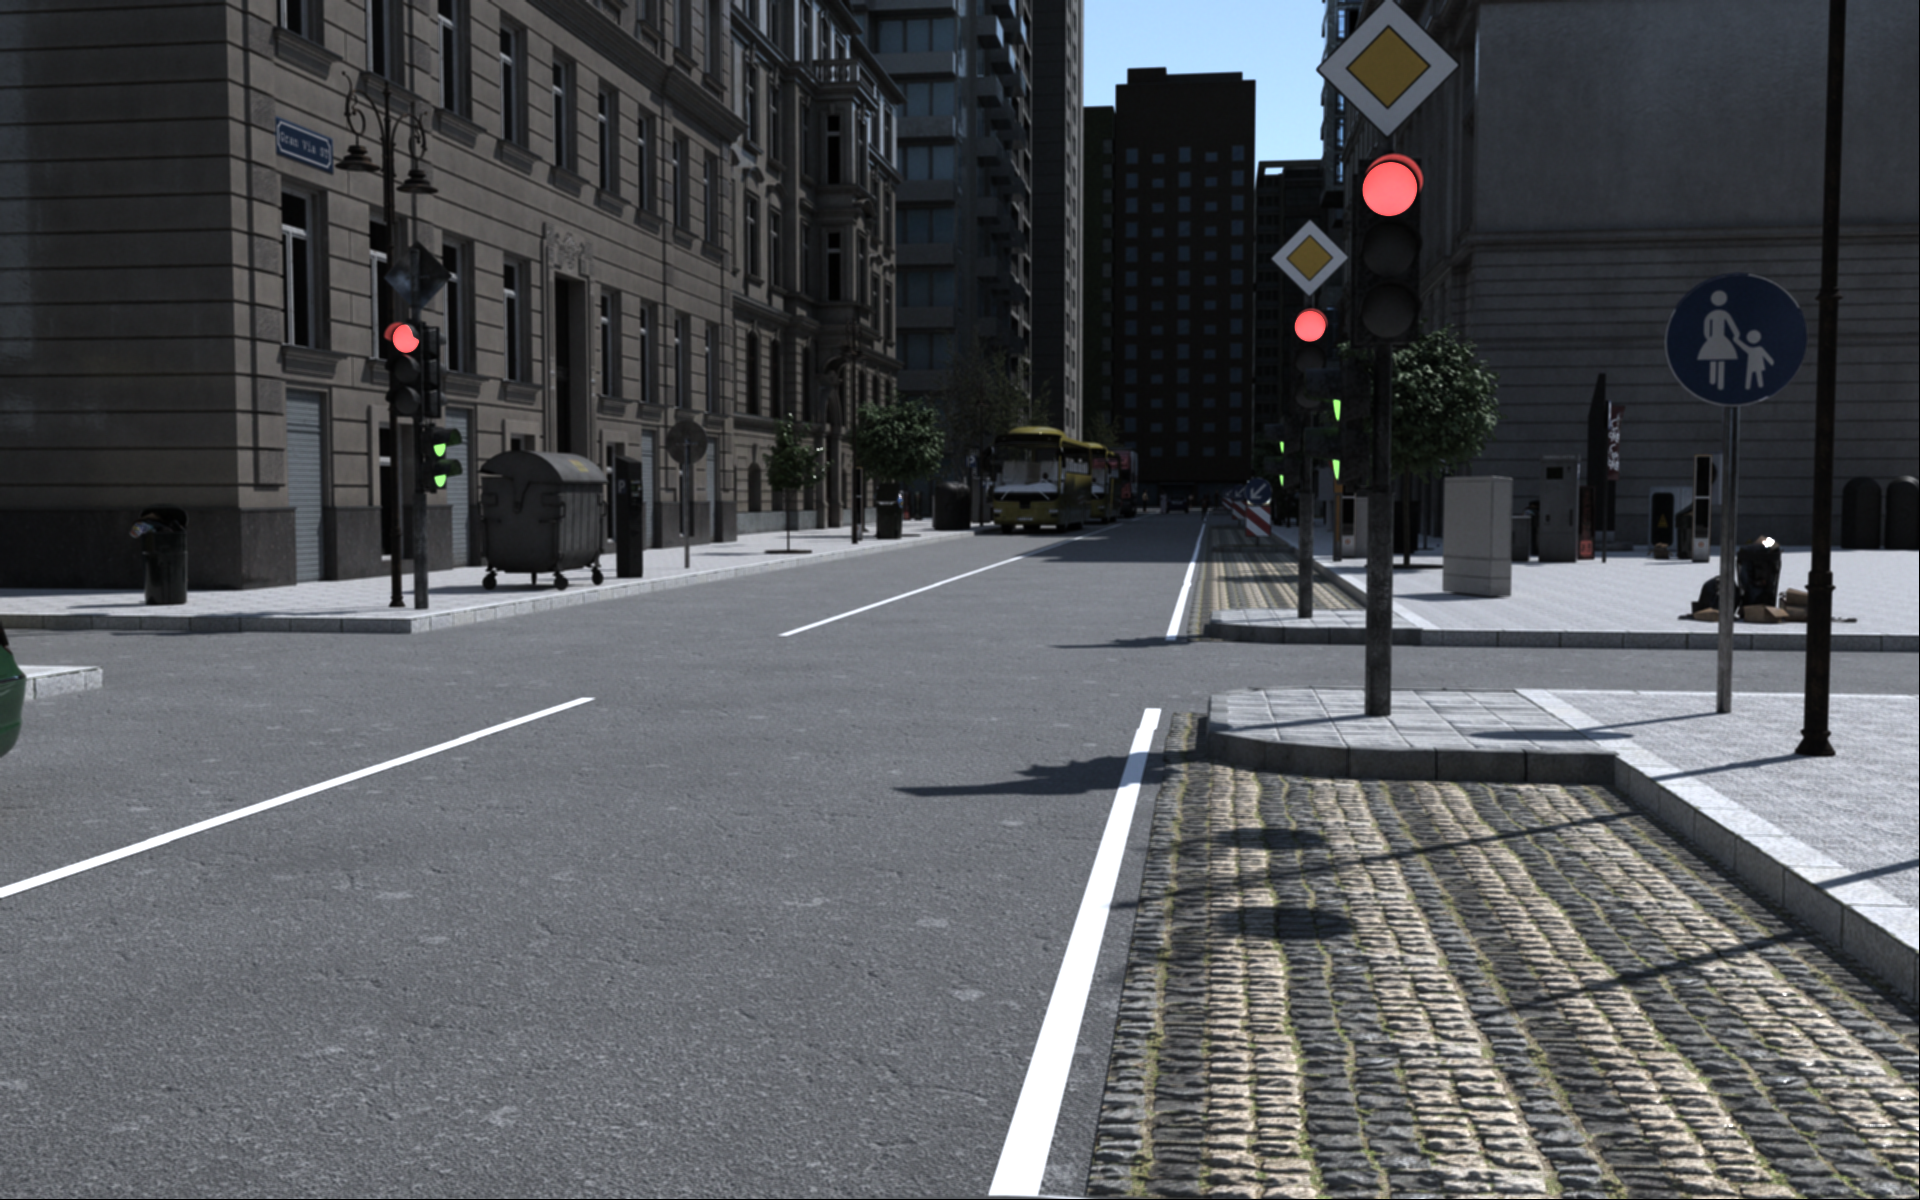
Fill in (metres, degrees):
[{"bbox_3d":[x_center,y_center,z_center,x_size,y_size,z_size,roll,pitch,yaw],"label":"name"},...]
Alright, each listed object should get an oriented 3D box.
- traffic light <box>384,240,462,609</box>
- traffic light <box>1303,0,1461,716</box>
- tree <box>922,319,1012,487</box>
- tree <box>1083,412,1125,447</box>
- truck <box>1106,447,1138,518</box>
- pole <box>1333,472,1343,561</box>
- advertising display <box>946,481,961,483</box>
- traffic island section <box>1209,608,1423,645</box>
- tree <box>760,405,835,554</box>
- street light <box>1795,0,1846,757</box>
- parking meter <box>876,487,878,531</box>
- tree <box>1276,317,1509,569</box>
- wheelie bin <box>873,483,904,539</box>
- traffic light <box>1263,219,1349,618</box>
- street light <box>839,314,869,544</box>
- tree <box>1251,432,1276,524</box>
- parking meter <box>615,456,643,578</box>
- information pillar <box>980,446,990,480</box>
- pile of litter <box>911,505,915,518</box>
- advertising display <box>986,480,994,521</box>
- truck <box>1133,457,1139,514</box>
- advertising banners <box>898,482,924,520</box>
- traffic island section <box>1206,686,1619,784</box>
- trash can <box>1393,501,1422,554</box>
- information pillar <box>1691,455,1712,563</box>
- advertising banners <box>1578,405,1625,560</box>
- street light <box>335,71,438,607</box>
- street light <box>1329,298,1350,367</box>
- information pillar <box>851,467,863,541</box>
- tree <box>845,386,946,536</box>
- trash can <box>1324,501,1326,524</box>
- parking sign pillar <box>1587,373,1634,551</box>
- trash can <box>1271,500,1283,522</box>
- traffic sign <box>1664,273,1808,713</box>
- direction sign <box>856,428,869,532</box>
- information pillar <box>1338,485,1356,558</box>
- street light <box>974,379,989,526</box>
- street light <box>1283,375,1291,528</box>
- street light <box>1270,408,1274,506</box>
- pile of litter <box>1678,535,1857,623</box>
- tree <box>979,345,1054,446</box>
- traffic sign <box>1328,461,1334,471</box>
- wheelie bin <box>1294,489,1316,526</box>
[{"bbox_3d":[-6.000,-1.854,19.229,0.839,4.253,0.868,1,4,8],"label":"traffic light"},{"bbox_3d":[2.410,-1.286,9.953,0.839,4.253,0.868,1,4,8],"label":"traffic light"},{"bbox_3d":[0.182,-7.530,73.476,4.360,8.622,3.978,0,3,0],"label":"tree"},{"bbox_3d":[12.795,-12.363,152.501,4.737,8.622,4.395,0,3,0],"label":"tree"},{"bbox_3d":[9.466,-7.168,106.111,2.839,4.237,11.283,0,4,8],"label":"truck"},{"bbox_3d":[7.213,-2.395,32.995,0.158,3.312,0.155,0,3,0],"label":"pole"},{"bbox_3d":[-0.351,-5.029,87.431,0.974,1.923,0.123,3,5,42],"label":"advertising display"},{"bbox_3d":[3.601,0.264,17.963,2.009,0.180,2.903,1,4,8],"label":"traffic island section"},{"bbox_3d":[-3.759,-2.626,37.542,1.663,3.219,1.824,0,3,0],"label":"tree"},{"bbox_3d":[4.222,-2.176,8.371,0.468,5.910,1.993,1,4,8],"label":"street light"},{"bbox_3d":[-2.620,-3.045,58.199,0.372,1.533,0.369,0,3,0],"label":"parking meter"},{"bbox_3d":[7.822,-2.848,30.272,4.285,4.588,4.351,0,3,0],"label":"tree"},{"bbox_3d":[-2.025,-2.541,49.459,0.980,1.594,0.693,1,4,18],"label":"wheelie bin"},{"bbox_3d":[3.563,-1.770,17.855,0.839,4.253,0.868,1,4,8],"label":"traffic light"},{"bbox_3d":[-2.721,-4.395,44.643,0.468,5.910,1.993,1,4,8],"label":"street light"},{"bbox_3d":[14.097,-5.600,75.279,4.285,4.588,4.351,0,3,0],"label":"tree"},{"bbox_3d":[-5.068,-1.274,26.547,0.399,1.863,0.255,3,5,43],"label":"parking meter"},{"bbox_3d":[1.236,-5.658,83.870,0.504,3.616,0.183,1,4,17],"label":"information pillar"},{"bbox_3d":[-2.498,-4.751,91.642,1.176,0.858,1.719,2,4,31],"label":"pile of litter"},{"bbox_3d":[1.470,-4.678,81.693,0.974,1.923,0.123,-2,4,-35],"label":"advertising display"},{"bbox_3d":[11.314,-8.212,123.187,2.839,4.237,11.283,0,4,7],"label":"truck"},{"bbox_3d":[-2.611,-5.468,85.589,2.074,3.025,0.090,3,5,40],"label":"advertising banners"},{"bbox_3d":[2.448,0.747,10.061,2.009,0.180,2.903,1,4,8],"label":"traffic island section"},{"bbox_3d":[9.561,-1.570,37.322,0.748,1.137,0.748,0,3,0],"label":"trash can"},{"bbox_3d":[13.923,-1.714,32.514,0.304,2.012,0.304,1,4,20],"label":"information pillar"},{"bbox_3d":[12.221,-2.304,33.857,2.074,3.025,0.090,-2,4,-26],"label":"advertising banners"},{"bbox_3d":[-6.408,-2.859,19.539,0.468,5.910,1.993,1,4,8],"label":"street light"},{"bbox_3d":[9.025,-4.177,41.082,0.468,5.910,1.993,1,4,8],"label":"street light"},{"bbox_3d":[-2.842,-2.647,47.775,0.304,2.012,0.304,0,4,-2],"label":"information pillar"},{"bbox_3d":[-1.909,-4.239,53.017,4.285,4.588,4.351,0,3,0],"label":"tree"},{"bbox_3d":[15.019,-3.569,70.004,0.748,1.137,0.748,0,3,0],"label":"trash can"},{"bbox_3d":[14.584,-3.113,39.371,1.447,3.967,1.447,1,4,11],"label":"parking sign pillar"},{"bbox_3d":[14.820,-4.236,80.904,0.748,1.137,0.748,0,3,0],"label":"trash can"},{"bbox_3d":[4.483,-0.611,10.089,0.768,2.556,0.104,1,4,14],"label":"traffic sign"},{"bbox_3d":[-3.274,-4.081,58.720,0.379,3.537,0.876,-3,4,-36],"label":"direction sign"},{"bbox_3d":[7.728,-1.840,34.584,0.304,2.012,0.304,0,4,3],"label":"information pillar"},{"bbox_3d":[0.870,-5.931,69.761,0.468,5.910,1.993,1,4,8],"label":"street light"},{"bbox_3d":[12.586,-5.714,66.204,0.468,5.910,1.993,1,4,8],"label":"street light"},{"bbox_3d":[16.420,-7.248,91.286,0.468,5.910,1.993,1,4,8],"label":"street light"},{"bbox_3d":[8.233,-0.222,17.597,1.719,0.858,1.176,1,4,22],"label":"pile of litter"},{"bbox_3d":[2.544,-8.325,86.468,4.737,8.622,4.395,0,3,0],"label":"tree"},{"bbox_3d":[9.929,-2.742,44.942,0.768,2.556,0.104,1,4,14],"label":"traffic sign"},{"bbox_3d":[13.629,-3.710,68.569,0.693,1.594,0.980,3,4,36],"label":"wheelie bin"}]
